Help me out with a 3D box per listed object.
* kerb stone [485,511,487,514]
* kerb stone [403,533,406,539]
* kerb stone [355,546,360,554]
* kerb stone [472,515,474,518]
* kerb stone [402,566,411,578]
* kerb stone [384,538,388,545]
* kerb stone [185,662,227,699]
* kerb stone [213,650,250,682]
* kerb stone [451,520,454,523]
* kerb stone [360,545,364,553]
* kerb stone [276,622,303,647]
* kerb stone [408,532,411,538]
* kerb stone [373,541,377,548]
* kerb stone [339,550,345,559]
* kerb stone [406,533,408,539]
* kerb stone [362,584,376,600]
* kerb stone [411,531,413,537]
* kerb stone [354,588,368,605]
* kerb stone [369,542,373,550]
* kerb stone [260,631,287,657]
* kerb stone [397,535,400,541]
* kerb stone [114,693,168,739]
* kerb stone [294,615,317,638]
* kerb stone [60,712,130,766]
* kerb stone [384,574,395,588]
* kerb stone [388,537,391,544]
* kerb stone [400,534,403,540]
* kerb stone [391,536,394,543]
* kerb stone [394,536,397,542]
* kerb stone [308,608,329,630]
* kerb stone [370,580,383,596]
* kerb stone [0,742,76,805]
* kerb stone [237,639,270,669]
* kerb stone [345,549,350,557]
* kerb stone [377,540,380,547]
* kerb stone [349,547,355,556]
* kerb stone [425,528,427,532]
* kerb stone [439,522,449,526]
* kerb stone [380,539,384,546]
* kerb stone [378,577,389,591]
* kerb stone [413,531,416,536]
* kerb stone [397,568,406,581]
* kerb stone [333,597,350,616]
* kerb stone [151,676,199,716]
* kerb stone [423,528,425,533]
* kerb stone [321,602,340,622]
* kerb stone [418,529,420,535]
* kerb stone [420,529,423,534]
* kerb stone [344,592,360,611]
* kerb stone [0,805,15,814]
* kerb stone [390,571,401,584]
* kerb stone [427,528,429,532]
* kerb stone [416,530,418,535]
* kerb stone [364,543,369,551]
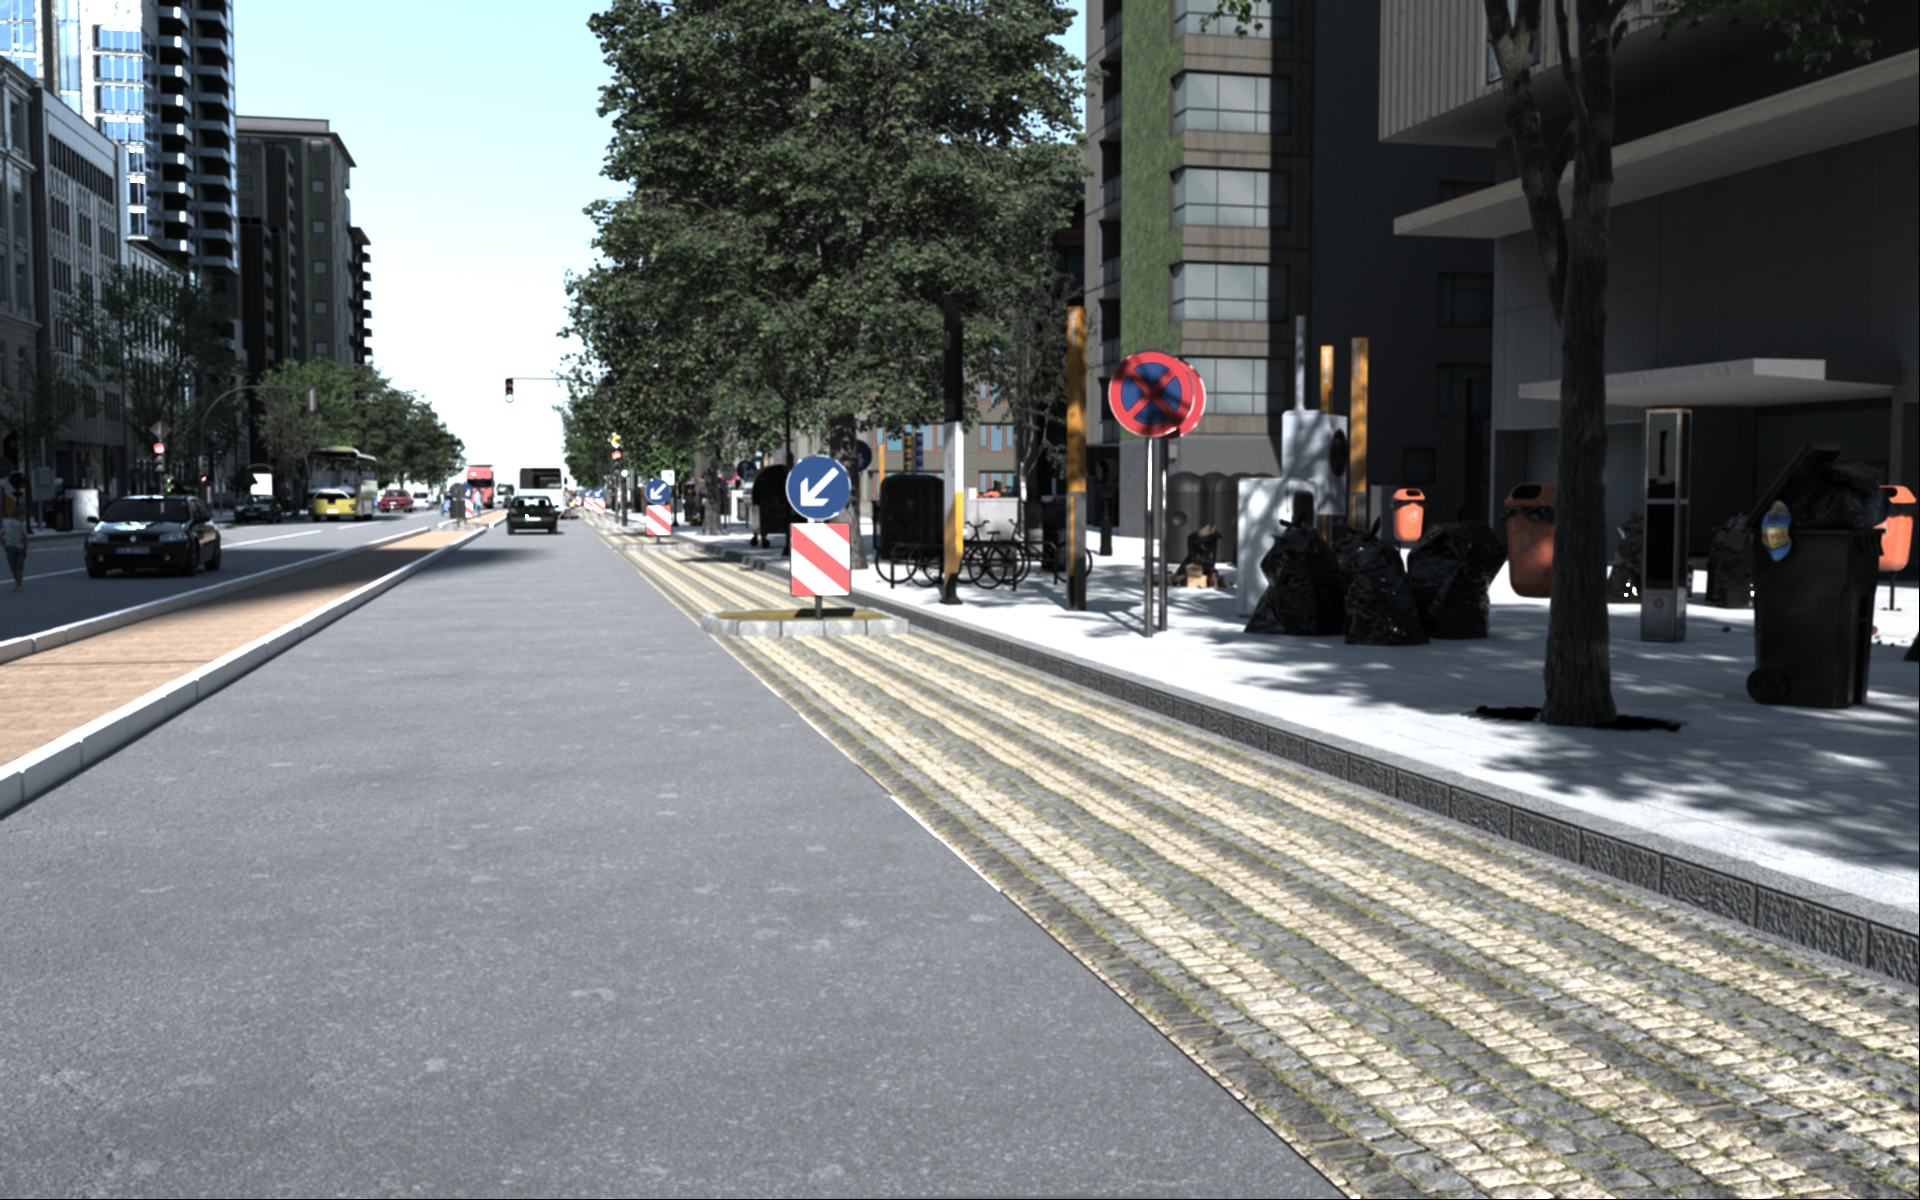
[{"bbox_3d":[-33.381,-6.061,121.306,0.120,0.150,1.000,-1,4,-13],"label":"kerb stone"},{"bbox_3d":[-17.439,-1.939,53.906,0.120,0.150,1.000,-1,4,-13],"label":"kerb stone"},{"bbox_3d":[-14.358,-1.145,40.917,0.120,0.150,1.000,-1,4,-13],"label":"kerb stone"},{"bbox_3d":[-28.652,-4.835,101.335,0.120,0.150,1.000,-1,4,-13],"label":"kerb stone"},{"bbox_3d":[-9.499,-0.443,29.496,0.120,0.150,1.000,-1,4,-13],"label":"kerb stone"},{"bbox_3d":[-16.012,-1.572,47.900,0.120,0.150,1.000,-1,4,-13],"label":"kerb stone"},{"bbox_3d":[-5.487,0.590,12.551,0.120,0.150,1.000,-1,4,-13],"label":"kerb stone"},{"bbox_3d":[-5.724,0.529,13.545,0.120,0.150,1.000,-1,4,-13],"label":"kerb stone"},{"bbox_3d":[-23.696,-3.556,80.388,0.120,0.150,1.000,-1,4,-13],"label":"kerb stone"},{"bbox_3d":[-14.598,-1.206,41.919,0.120,0.150,1.000,-1,4,-13],"label":"kerb stone"},{"bbox_3d":[-6.437,0.351,16.540,0.120,0.150,1.000,-1,4,-13],"label":"kerb stone"},{"bbox_3d":[-17.909,-2.056,55.903,0.120,0.150,1.000,-1,4,-13],"label":"kerb stone"},{"bbox_3d":[-15.309,-1.389,44.910,0.120,0.150,1.000,-1,4,-13],"label":"kerb stone"},{"bbox_3d":[-13.650,-0.961,37.916,0.120,0.150,1.000,-1,4,-13],"label":"kerb stone"},{"bbox_3d":[-17.669,-1.998,54.904,0.120,0.150,1.000,-1,4,-13],"label":"kerb stone"},{"bbox_3d":[-8.082,-0.081,23.514,0.120,0.150,1.000,-1,4,-13],"label":"kerb stone"},{"bbox_3d":[-18.144,-2.118,56.907,0.120,0.150,1.000,-1,4,-13],"label":"kerb stone"},{"bbox_3d":[-7.847,-0.020,22.517,0.120,0.150,1.000,-1,4,-13],"label":"kerb stone"},{"bbox_3d":[-15.073,-1.328,43.908,0.120,0.150,1.000,-1,4,-13],"label":"kerb stone"},{"bbox_3d":[-6.199,0.412,15.546,0.120,0.150,1.000,-1,4,-13],"label":"kerb stone"},{"bbox_3d":[-16.961,-1.818,51.916,0.120,0.150,1.000,-1,4,-13],"label":"kerb stone"},{"bbox_3d":[-5.019,0.716,10.558,0.120,0.150,1.000,-1,4,-13],"label":"kerb stone"},{"bbox_3d":[-6.666,0.287,17.537,0.120,0.150,1.000,-1,4,-13],"label":"kerb stone"},{"bbox_3d":[-4.781,0.773,9.564,0.120,0.150,1.000,-1,4,-13],"label":"kerb stone"},{"bbox_3d":[-8.791,-0.263,26.502,0.120,0.150,1.000,-1,4,-13],"label":"kerb stone"},{"bbox_3d":[-16.245,-1.632,48.900,0.120,0.150,1.000,-1,4,-13],"label":"kerb stone"},{"bbox_3d":[-17.193,-1.873,52.914,0.120,0.150,1.000,-1,4,-13],"label":"kerb stone"},{"bbox_3d":[-16.484,-1.695,49.917,0.120,0.150,1.000,-1,4,-13],"label":"kerb stone"},{"bbox_3d":[-16.731,-1.755,50.917,0.120,0.150,1.000,-1,4,-13],"label":"kerb stone"},{"bbox_3d":[-6.908,0.224,18.537,0.120,0.150,1.000,-1,4,-13],"label":"kerb stone"},{"bbox_3d":[-8.315,-0.142,24.512,0.120,0.150,1.000,-1,4,-13],"label":"kerb stone"},{"bbox_3d":[-4.547,0.838,8.569,0.120,0.150,1.000,-1,4,-13],"label":"kerb stone"},{"bbox_3d":[-5.962,0.468,14.539,0.120,0.150,1.000,-1,4,-13],"label":"kerb stone"},{"bbox_3d":[-13.891,-1.020,38.922,0.120,0.150,1.000,-1,4,-13],"label":"kerb stone"},{"bbox_3d":[-15.546,-1.448,45.907,0.120,0.150,1.000,-1,4,-13],"label":"kerb stone"},{"bbox_3d":[-14.126,-1.084,39.917,0.120,0.150,1.000,-1,4,-13],"label":"kerb stone"},{"bbox_3d":[-19.556,-2.490,62.907,0.120,0.150,1.000,-1,4,-13],"label":"kerb stone"},{"bbox_3d":[-22.759,-3.315,76.402,0.120,0.150,1.000,-1,4,-13],"label":"kerb stone"},{"bbox_3d":[-15.779,-1.510,46.905,0.120,0.150,1.000,-1,4,-13],"label":"kerb stone"},{"bbox_3d":[-8.555,-0.200,25.507,0.120,0.150,1.000,-1,4,-13],"label":"kerb stone"},{"bbox_3d":[-18.382,-2.184,57.901,0.120,0.150,1.000,-1,4,-13],"label":"kerb stone"},{"bbox_3d":[-9.262,-0.386,28.501,0.120,0.150,1.000,-1,4,-13],"label":"kerb stone"},{"bbox_3d":[-7.382,0.102,20.527,0.120,0.150,1.000,-1,4,-13],"label":"kerb stone"},{"bbox_3d":[-5.257,0.653,11.555,0.120,0.150,1.000,-1,4,-13],"label":"kerb stone"},{"bbox_3d":[-19.325,-2.426,61.901,0.120,0.150,1.000,-1,4,-13],"label":"kerb stone"},{"bbox_3d":[-7.148,0.163,19.531,0.120,0.150,1.000,-1,4,-13],"label":"kerb stone"},{"bbox_3d":[-18.854,-2.306,59.911,0.120,0.150,1.000,-1,4,-13],"label":"kerb stone"},{"bbox_3d":[-19.089,-2.368,60.906,0.120,0.150,1.000,-1,4,-13],"label":"kerb stone"},{"bbox_3d":[-7.611,0.041,21.523,0.120,0.150,1.000,-1,4,-13],"label":"kerb stone"},{"bbox_3d":[-4.316,0.895,7.566,0.120,0.150,1.000,-1,4,-13],"label":"kerb stone"},{"bbox_3d":[-9.025,-0.324,27.497,0.120,0.150,1.000,-1,4,-13],"label":"kerb stone"},{"bbox_3d":[-19.800,-2.546,63.900,0.120,0.150,1.000,-1,4,-13],"label":"kerb stone"},{"bbox_3d":[-18.618,-2.245,58.904,0.120,0.150,1.000,-1,4,-13],"label":"kerb stone"},{"bbox_3d":[-14.831,-1.267,42.915,0.120,0.150,1.000,-1,4,-13],"label":"kerb stone"}]
